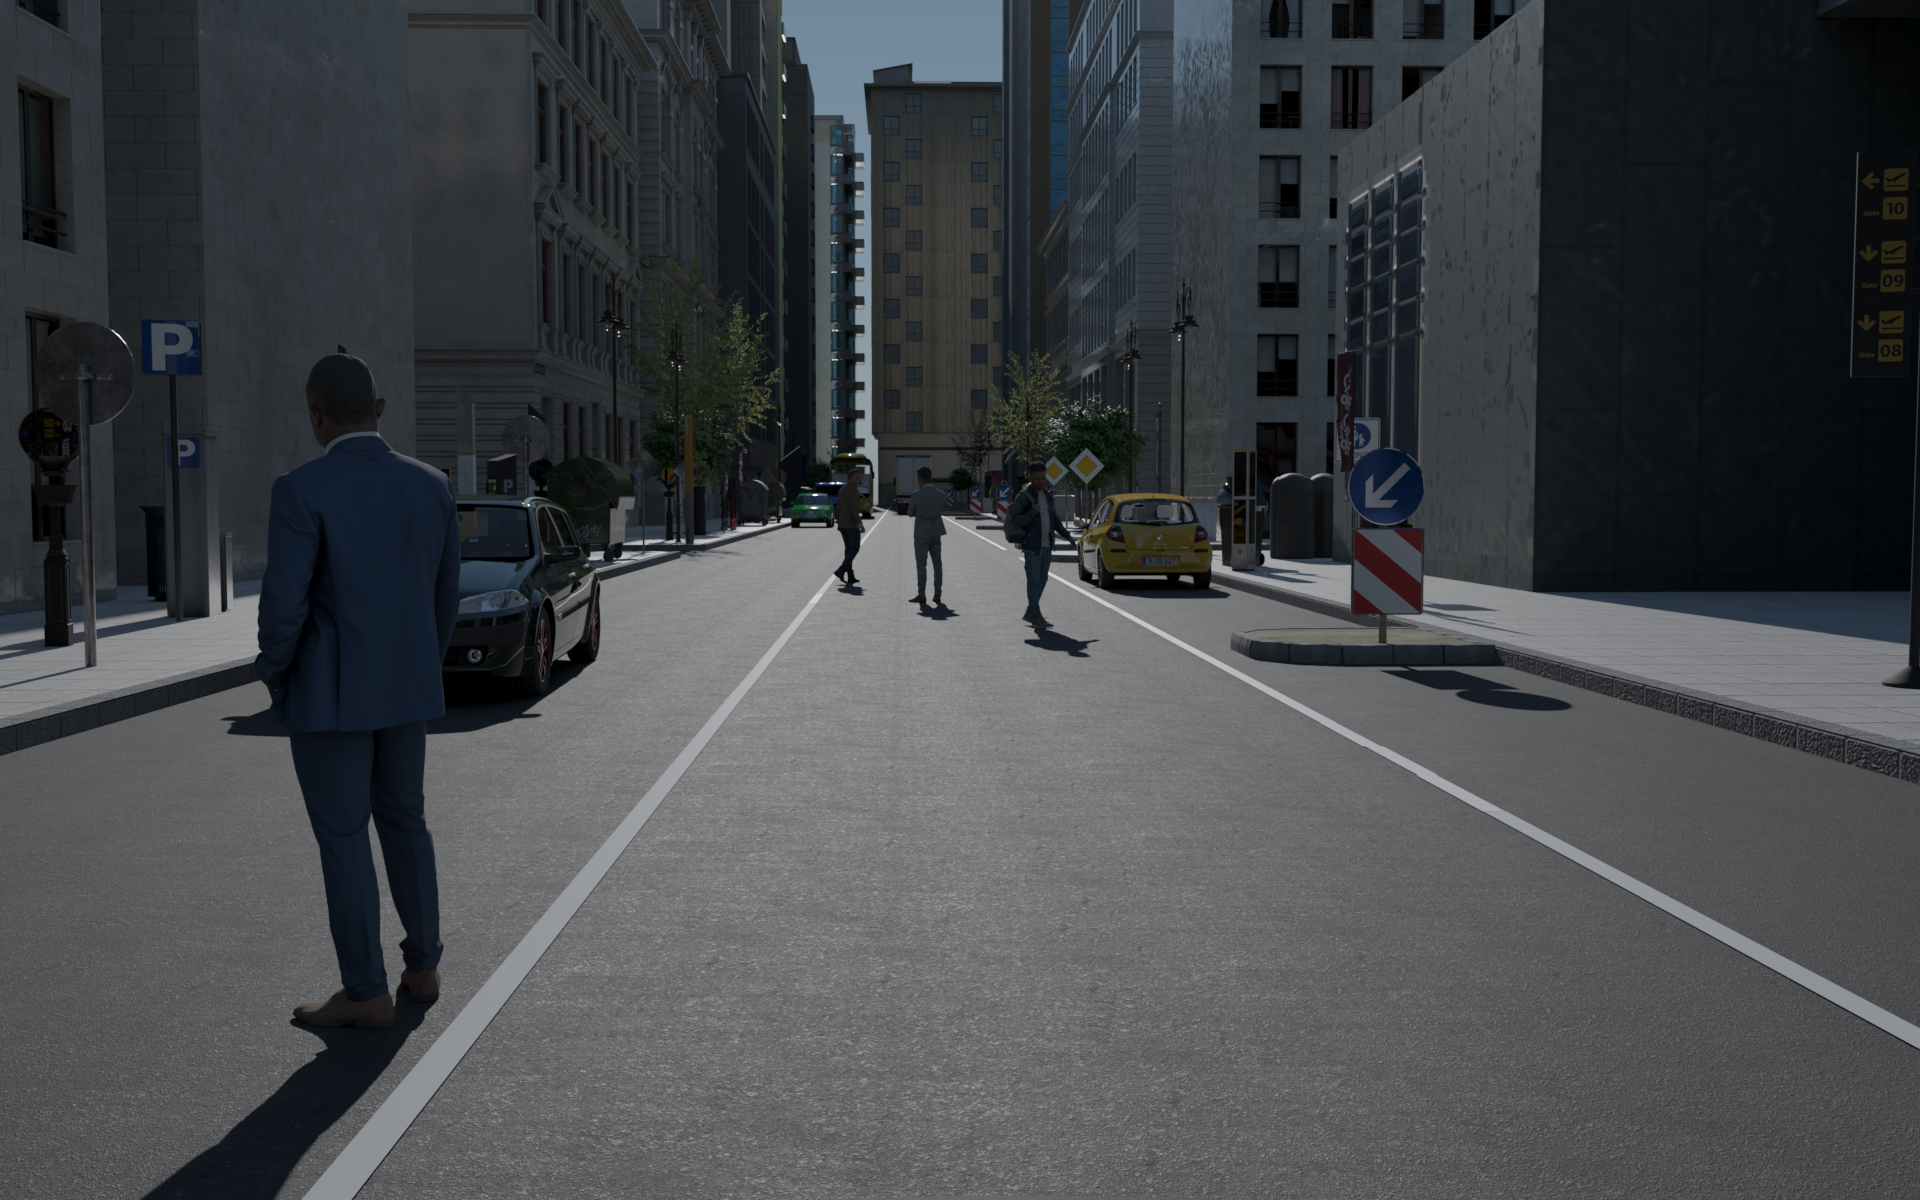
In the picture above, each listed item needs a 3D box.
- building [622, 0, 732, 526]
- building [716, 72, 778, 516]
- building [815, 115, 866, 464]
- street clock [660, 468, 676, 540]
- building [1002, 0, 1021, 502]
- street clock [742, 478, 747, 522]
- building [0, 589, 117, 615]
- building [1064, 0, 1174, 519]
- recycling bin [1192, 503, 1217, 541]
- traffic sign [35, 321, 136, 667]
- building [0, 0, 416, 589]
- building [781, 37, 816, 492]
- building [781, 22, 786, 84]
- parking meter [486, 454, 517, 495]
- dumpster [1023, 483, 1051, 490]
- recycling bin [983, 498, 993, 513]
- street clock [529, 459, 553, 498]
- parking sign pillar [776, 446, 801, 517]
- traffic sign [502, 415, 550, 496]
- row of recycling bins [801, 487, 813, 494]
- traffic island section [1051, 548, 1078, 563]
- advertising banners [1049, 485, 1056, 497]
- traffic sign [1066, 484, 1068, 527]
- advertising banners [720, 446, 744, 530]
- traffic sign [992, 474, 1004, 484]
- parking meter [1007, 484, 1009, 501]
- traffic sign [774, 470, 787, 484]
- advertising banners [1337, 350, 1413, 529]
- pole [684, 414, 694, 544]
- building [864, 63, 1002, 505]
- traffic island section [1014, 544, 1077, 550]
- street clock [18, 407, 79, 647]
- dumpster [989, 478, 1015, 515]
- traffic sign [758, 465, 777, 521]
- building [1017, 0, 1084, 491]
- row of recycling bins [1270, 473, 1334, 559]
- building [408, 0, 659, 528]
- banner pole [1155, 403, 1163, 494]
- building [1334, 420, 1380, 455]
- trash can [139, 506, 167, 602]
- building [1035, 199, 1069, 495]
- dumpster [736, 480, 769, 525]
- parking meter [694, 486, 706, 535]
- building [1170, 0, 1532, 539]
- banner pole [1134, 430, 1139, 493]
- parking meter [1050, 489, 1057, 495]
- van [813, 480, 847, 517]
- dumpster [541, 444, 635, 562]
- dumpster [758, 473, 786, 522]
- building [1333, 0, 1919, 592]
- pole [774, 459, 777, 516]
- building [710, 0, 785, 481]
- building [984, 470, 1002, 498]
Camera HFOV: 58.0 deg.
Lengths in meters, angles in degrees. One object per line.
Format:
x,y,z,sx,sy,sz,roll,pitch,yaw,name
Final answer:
-18.535,-17.906,80.153,14.401,28.519,23.554,0,4,-2,building
-18.974,-19.034,104.717,14.314,27.812,24.014,0,4,-2,building
-27.143,-36.540,217.043,30.456,49.044,23.786,0,4,-2,building
-8.108,-2.674,48.296,0.471,2.002,0.358,-1,4,-14,street clock
14.303,-37.621,157.107,21.231,58.520,28.212,0,4,-2,building
-9.771,-4.535,78.723,0.358,2.002,0.471,-1,4,-9,street clock
-15.096,-9.605,11.786,10.420,20.320,16.860,0,4,-2,building
12.078,-18.780,84.553,11.434,29.767,29.804,0,4,-2,building
6.647,-2.162,47.906,0.722,1.027,0.722,-1,4,-12,recycling bin
-6.471,-0.778,12.820,0.768,2.556,0.104,0,4,3,traffic sign
-19.098,-10.637,28.664,16.860,20.320,10.420,0,4,-2,building
-26.187,-34.120,181.561,21.600,48.544,21.300,0,4,-2,building
-26.513,-32.380,149.020,23.786,49.044,30.456,0,4,-2,building
-6.692,-1.199,25.317,0.255,1.863,0.399,3,4,36,parking meter
3.534,-4.498,79.300,1.264,1.857,1.865,0,4,-2,dumpster
1.891,-6.322,115.913,0.722,1.027,0.722,0,4,1,recycling bin
-8.600,-1.898,35.598,0.358,2.002,0.471,3,5,41,street clock
-9.563,-6.627,96.818,1.447,3.967,1.447,-2,4,-34,parking sign pillar
-7.000,-1.704,27.964,0.768,2.556,0.104,0,4,-1,traffic sign
-9.503,-5.985,104.969,1.069,1.692,3.534,0,4,1,row of recycling bins
2.757,-0.938,37.610,2.009,0.180,2.903,0,4,-2,traffic island section
3.661,-4.519,70.066,0.090,3.025,2.074,1,4,17,advertising banners
4.114,-4.071,66.665,0.768,2.556,0.104,0,4,0,traffic sign
-8.158,-4.035,62.165,0.090,3.025,2.074,1,4,17,advertising banners
2.366,-6.577,107.638,0.768,2.556,0.104,0,4,3,traffic sign
2.696,-5.899,102.167,0.255,1.863,0.399,-2,4,-28,parking meter
-9.337,-5.475,89.624,0.768,2.556,0.104,0,4,7,traffic sign
4.899,-1.494,20.620,0.090,3.025,2.074,-1,4,-11,advertising banners
-6.955,-3.096,44.462,0.158,3.312,0.155,0,3,0,pole
1.857,-38.652,221.197,27.495,52.752,28.713,0,4,-2,building
2.485,-1.426,45.591,2.009,0.180,2.903,0,4,-2,traffic island section
-7.611,-0.612,14.576,0.471,2.002,0.358,-1,4,-15,street clock
2.560,-6.300,105.503,1.502,2.255,1.985,0,4,-2,dumpster
-8.512,-4.680,76.526,0.884,2.594,0.081,0,4,2,traffic sign
11.883,-29.733,136.249,14.600,45.320,14.200,0,4,-2,building
7.688,-1.719,35.216,3.534,1.692,1.069,-3,5,-39,row of recycling bins
-17.283,-13.554,57.763,11.583,22.565,21.152,0,4,-2,building
5.436,-3.515,47.489,0.401,3.779,0.863,1,4,18,banner pole
47.722,-34.264,183.924,21.600,48.544,21.300,0,4,-2,building
-9.447,-0.561,20.821,0.748,1.137,0.748,0,3,0,trash can
11.375,-16.761,110.192,11.583,22.565,21.152,0,4,-2,building
-8.540,-4.009,71.313,1.264,1.857,1.865,0,4,-2,dumpster
-8.084,-2.777,53.812,0.372,1.533,0.369,0,3,0,parking meter
15.797,-12.181,53.917,16.860,20.320,10.420,0,4,-2,building
6.900,-4.746,67.612,0.401,3.779,0.863,1,4,19,banner pole
4.580,-4.668,84.727,0.372,1.533,0.369,0,3,0,parking meter
-6.652,-5.237,90.015,2.240,2.365,5.245,0,4,-1,van
-7.161,-1.888,33.369,1.502,2.255,1.985,0,4,-2,dumpster
-8.732,-4.678,78.972,1.502,2.255,1.985,0,4,-2,dumpster
18.796,-42.978,15.361,22.319,86.520,31.000,0,4,-2,building
-10.837,-6.606,101.846,0.158,3.312,0.155,0,3,0,pole
-20.388,-27.088,126.490,14.154,41.232,14.086,0,4,-2,building
13.298,-45.470,181.689,20.563,71.187,20.611,0,4,-2,building
